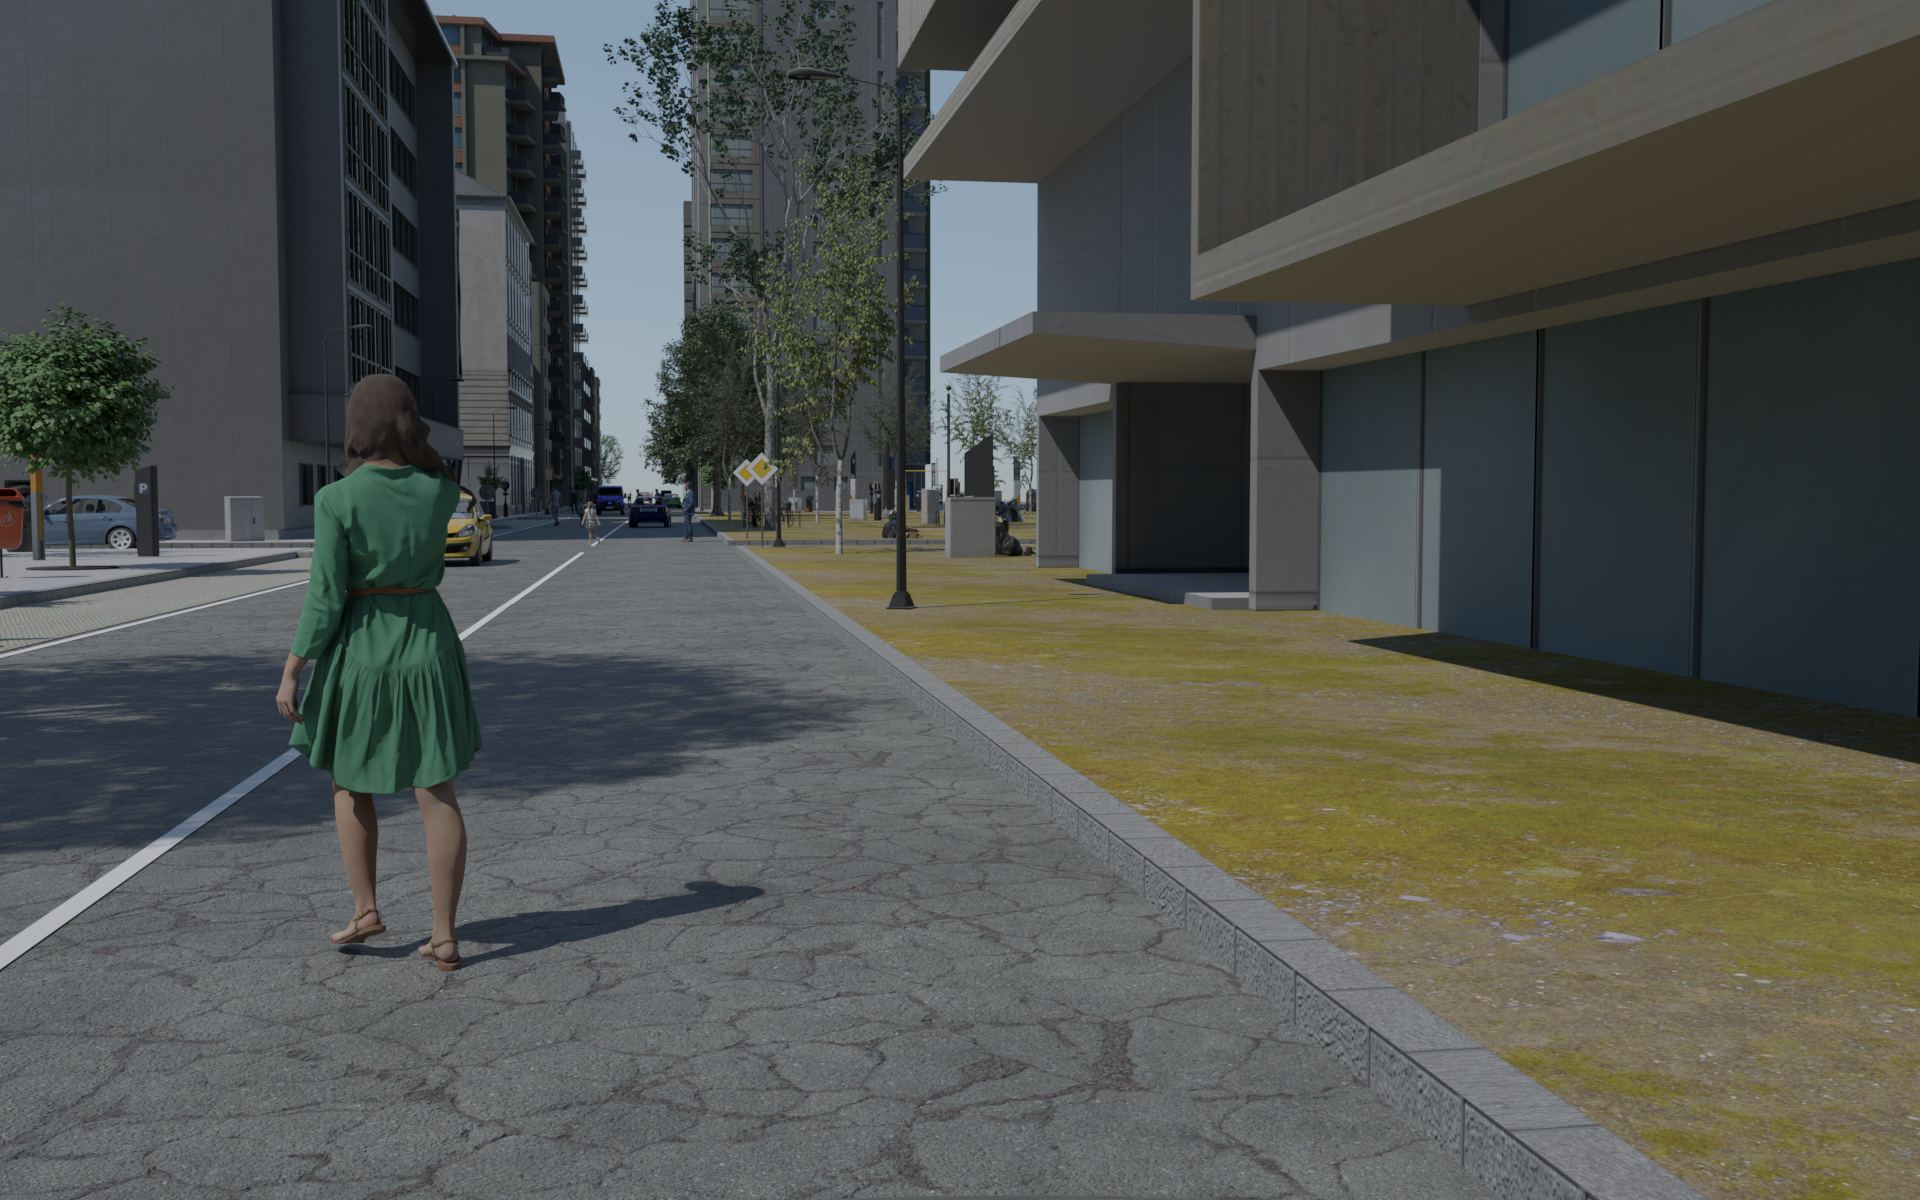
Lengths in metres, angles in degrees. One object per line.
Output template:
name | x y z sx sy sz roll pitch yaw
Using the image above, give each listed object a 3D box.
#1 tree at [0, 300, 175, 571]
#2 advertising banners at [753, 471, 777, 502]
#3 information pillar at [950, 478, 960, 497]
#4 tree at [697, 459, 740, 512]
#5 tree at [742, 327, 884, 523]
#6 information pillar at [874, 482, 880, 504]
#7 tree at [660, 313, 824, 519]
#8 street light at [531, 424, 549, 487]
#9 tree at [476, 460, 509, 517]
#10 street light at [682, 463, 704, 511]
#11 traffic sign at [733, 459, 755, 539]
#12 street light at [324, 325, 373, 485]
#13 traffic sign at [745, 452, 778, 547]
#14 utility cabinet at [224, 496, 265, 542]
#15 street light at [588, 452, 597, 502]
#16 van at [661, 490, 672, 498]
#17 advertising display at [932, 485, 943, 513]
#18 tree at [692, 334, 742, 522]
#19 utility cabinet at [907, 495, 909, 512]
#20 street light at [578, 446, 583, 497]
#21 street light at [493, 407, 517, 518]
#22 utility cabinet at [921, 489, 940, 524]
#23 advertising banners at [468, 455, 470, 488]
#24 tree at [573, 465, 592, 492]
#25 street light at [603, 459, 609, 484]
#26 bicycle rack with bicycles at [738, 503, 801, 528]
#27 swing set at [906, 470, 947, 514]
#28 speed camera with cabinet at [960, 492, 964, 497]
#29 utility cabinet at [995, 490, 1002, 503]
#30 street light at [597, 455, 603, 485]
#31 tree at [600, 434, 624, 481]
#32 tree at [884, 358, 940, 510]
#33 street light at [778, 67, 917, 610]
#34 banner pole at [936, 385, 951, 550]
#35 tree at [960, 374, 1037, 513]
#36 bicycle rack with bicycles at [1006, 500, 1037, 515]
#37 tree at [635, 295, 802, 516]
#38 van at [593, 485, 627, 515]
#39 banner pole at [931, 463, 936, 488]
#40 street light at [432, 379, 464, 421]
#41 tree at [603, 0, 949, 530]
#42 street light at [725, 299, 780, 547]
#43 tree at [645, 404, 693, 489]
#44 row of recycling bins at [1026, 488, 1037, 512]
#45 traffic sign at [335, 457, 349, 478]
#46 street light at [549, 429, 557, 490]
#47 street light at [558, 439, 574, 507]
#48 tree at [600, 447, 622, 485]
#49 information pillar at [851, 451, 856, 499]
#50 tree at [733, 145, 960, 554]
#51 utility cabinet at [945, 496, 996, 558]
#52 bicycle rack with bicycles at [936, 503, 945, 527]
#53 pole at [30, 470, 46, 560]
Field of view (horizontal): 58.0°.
tree | -15.175 -2.809 29.642 4.285 4.588 4.351 0 3 0
advertising banners | -13.667 -7.733 122.620 2.074 3.025 0.090 1 4 18
information pillar | -0.280 -4.625 80.110 0.304 2.012 0.304 2 4 35
tree | -17.436 -8.699 125.934 4.285 4.588 4.351 0 3 0
tree | -6.397 -7.644 75.348 4.360 8.622 3.978 0 3 0
information pillar | -5.242 -6.437 109.733 0.304 2.012 0.304 3 4 38
tree | -11.116 -9.444 88.818 8.767 10.594 7.601 -1 4 -9
street light | -28.124 -8.674 114.360 1.470 5.913 1.316 -1 4 -10
tree | -26.889 -6.377 98.872 1.663 3.219 1.824 0 3 0
street light | -20.165 -9.716 131.391 1.470 5.913 1.316 -1 4 -10
traffic sign | -6.087 -2.803 49.464 0.795 2.450 0.064 -1 4 -10
street light | -16.782 -4.584 47.497 1.470 5.913 1.316 -1 4 -10
traffic sign | -4.754 -2.321 41.590 0.795 2.450 0.064 -1 4 -10
utility cabinet | -19.437 -2.197 47.078 0.306 1.237 1.020 2 4 34
street light | -40.898 -13.307 190.115 1.470 5.913 1.316 -1 4 -10
van | -46.031 -16.327 271.324 2.240 2.365 5.245 -1 4 -10
advertising display | -1.532 -6.889 117.853 0.123 1.923 0.974 -3 5 -42
tree | -10.614 -7.964 80.578 4.360 8.622 3.978 0 3 0
utility cabinet | -3.776 -6.849 123.149 0.306 1.237 1.020 0 4 -6
street light | -37.208 -11.948 167.885 1.470 5.913 1.316 -1 4 -10
street light | -24.226 -7.316 92.165 1.470 5.913 1.316 -1 4 -10
utility cabinet | -1.241 -3.973 73.644 0.318 1.500 1.173 2 4 26
advertising banners | -21.739 -4.926 76.725 0.090 3.025 2.074 -1 4 -16
tree | -43.349 -13.045 196.991 4.285 4.588 4.351 0 3 0
street light | -47.197 -15.575 227.185 1.470 5.913 1.316 -1 4 -10
bicycle rack with bicycles | -7.441 -3.280 67.005 2.852 0.926 2.925 1 4 10
swing set | -2.344 -7.162 114.714 3.119 2.851 2.862 0 4 -5
speed camera with cabinet | 0.360 -7.209 112.197 2.038 3.252 0.660 -1 4 -22
utility cabinet | 1.816 -5.365 96.403 1.173 1.500 0.318 -3 5 -41
street light | -43.377 -14.216 204.977 1.470 5.913 1.316 -1 4 -10
tree | -57.687 -21.573 278.467 9.928 11.665 9.643 0 3 0
tree | -3.250 -8.823 94.618 4.360 8.622 3.978 0 3 0
street light | -1.190 -2.849 19.127 1.470 5.913 1.316 -1 4 -10
banner pole | -0.272 -3.065 40.135 0.401 3.779 0.863 0 4 -3
tree | 0.971 -8.441 88.374 4.737 8.622 4.395 0 3 0
bicycle rack with bicycles | 3.320 -5.794 108.119 2.852 0.926 2.925 -2 4 -35
tree | -13.999 -11.205 100.202 9.611 12.733 9.660 0 3 0
van | -24.156 -7.055 119.738 2.240 2.365 5.245 -1 4 -10
banner pole | -1.760 -8.065 121.882 0.401 3.779 0.863 -3 5 -40
street light | -20.620 -5.943 69.702 1.470 5.913 1.316 -1 4 -10
tree | -5.560 -12.644 62.624 12.611 20.169 13.585 0 3 0
street light | -4.903 -4.219 41.517 1.470 5.913 1.316 -1 4 -10
tree | -32.446 -18.382 207.195 9.857 13.997 8.962 0 3 0
row of recycling bins | 5.864 -7.234 125.389 1.069 1.692 3.534 -2 4 -26
traffic sign | -14.020 -2.227 40.048 0.795 2.450 0.064 -1 4 -10
street light | -29.598 -9.219 123.272 1.470 5.913 1.316 -1 4 -10
street light | -33.360 -10.578 145.490 1.470 5.913 1.316 -1 4 -10
tree | -54.542 -19.377 267.171 4.737 8.622 4.395 0 3 0
information pillar | -5.794 -6.293 94.252 0.183 3.616 0.504 -2 4 -32
tree | -2.669 -5.301 37.027 4.737 8.622 4.395 0 3 0
utility cabinet | 0.209 -1.457 34.976 1.020 1.237 0.306 -2 4 -25
bicycle rack with bicycles | 0.113 -3.392 68.845 2.852 0.926 2.925 0 4 -3
pole | -17.848 -2.424 33.469 0.158 3.312 0.155 0 3 0
